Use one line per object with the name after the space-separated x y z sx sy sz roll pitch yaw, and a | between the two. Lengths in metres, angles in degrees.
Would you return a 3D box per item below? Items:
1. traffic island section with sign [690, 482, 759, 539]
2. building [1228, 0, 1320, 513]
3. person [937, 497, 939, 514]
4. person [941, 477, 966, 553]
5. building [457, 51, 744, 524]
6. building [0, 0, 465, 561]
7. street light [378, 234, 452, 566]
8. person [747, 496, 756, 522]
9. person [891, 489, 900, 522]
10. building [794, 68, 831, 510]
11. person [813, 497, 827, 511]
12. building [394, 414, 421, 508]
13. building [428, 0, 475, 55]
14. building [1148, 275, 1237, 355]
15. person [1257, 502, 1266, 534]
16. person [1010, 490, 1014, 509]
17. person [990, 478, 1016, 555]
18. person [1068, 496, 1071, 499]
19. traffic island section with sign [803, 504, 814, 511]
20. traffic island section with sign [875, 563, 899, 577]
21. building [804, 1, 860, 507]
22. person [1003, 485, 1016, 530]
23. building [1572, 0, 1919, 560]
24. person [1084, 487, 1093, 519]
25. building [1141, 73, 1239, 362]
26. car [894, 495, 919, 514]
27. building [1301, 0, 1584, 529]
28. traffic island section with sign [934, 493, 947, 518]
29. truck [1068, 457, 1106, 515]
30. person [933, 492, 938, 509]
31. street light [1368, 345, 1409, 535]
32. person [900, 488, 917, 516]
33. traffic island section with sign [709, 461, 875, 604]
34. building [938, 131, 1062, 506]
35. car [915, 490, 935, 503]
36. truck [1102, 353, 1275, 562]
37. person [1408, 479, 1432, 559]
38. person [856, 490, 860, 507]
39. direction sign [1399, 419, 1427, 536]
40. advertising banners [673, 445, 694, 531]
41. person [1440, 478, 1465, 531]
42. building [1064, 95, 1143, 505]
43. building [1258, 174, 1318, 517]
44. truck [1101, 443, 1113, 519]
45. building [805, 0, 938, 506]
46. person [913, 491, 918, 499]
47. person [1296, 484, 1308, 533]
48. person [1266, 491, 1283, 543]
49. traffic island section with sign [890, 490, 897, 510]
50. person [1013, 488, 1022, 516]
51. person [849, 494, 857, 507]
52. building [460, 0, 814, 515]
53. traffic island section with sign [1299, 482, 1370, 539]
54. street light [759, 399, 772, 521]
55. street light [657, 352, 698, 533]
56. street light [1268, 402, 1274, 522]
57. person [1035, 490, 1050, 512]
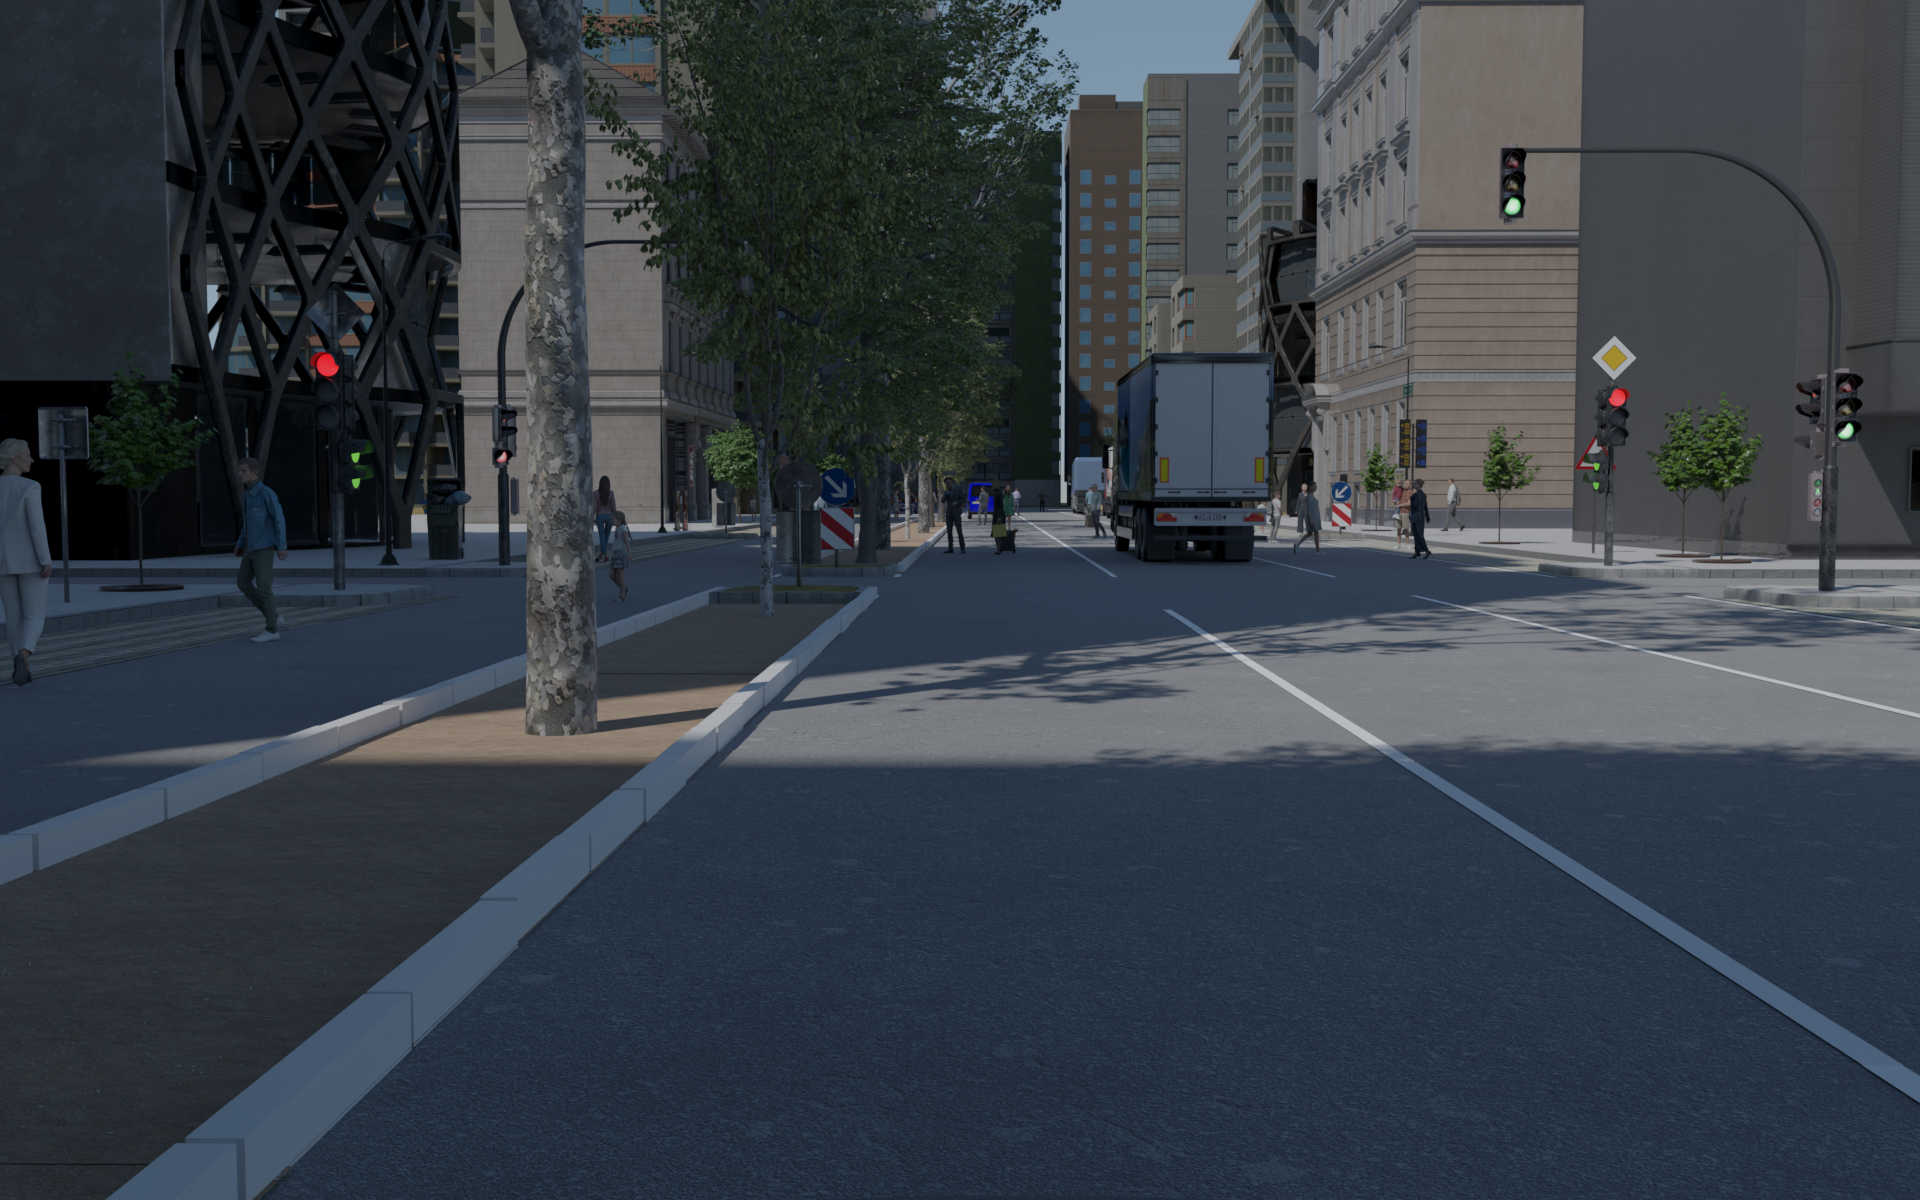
-7.551 -2.887 55.835 1.989 1.847 2.006 0 4 1 | traffic island section with sign
33.034 -26.428 123.971 32.217 40.220 23.993 0 4 1 | building
-1.561 -7.177 126.564 0.721 1.735 1.217 -1 4 -22 | person
-0.151 -2.049 41.800 0.655 1.846 0.447 1 4 21 | person
-17.084 -13.725 75.310 10.553 20.767 40.483 0 4 1 | building
-20.997 -10.626 41.188 16.820 18.784 16.811 0 4 1 | building
-9.758 -3.578 31.047 1.470 5.913 1.316 0 4 1 | street light
-9.720 -4.271 80.893 0.505 1.210 0.382 1 4 16 | person
-3.215 -4.759 87.321 0.522 1.701 0.512 -1 4 -15 | person
-21.539 -43.195 144.491 20.563 71.187 20.611 0 4 1 | building
-4.208 -2.525 51.589 0.330 1.601 0.589 3 5 44 | person
-55.997 -31.469 169.144 28.867 44.769 22.147 0 4 1 | building
-65.541 -46.710 201.957 20.611 71.187 20.563 0 4 1 | building
31.581 -18.719 151.094 27.650 21.520 28.899 0 4 1 | building
10.810 -2.991 62.079 0.352 1.250 0.332 -2 4 -32 | person
4.131 -8.098 141.576 0.621 1.740 0.551 1 4 18 | person
1.020 -1.994 41.312 0.699 1.804 1.509 1 4 23 | person
10.302 -9.038 156.285 1.348 1.822 0.705 -2 4 -34 | person
-7.165 -4.536 82.787 1.989 1.847 2.006 0 4 1 | traffic island section with sign
-2.135 -1.387 30.808 2.006 1.907 1.989 0 4 1 | traffic island section with sign
-26.062 -52.297 167.732 31.000 86.520 22.319 0 4 1 | building
1.834 -3.557 66.904 0.600 1.795 0.529 -1 4 -13 | person
28.083 -14.960 38.100 24.014 27.812 14.314 0 4 1 | building
7.095 -5.305 95.098 0.748 1.841 0.638 -2 4 -25 | person
24.927 -29.874 172.041 14.154 41.232 14.086 0 4 1 | building
-3.874 -6.925 125.800 1.945 1.354 3.894 0 4 1 | car
23.067 -17.561 73.023 13.634 28.700 20.117 0 4 1 | building
-1.071 -5.982 105.939 2.006 1.907 1.989 0 4 1 | traffic island section with sign
9.515 -8.048 121.340 2.967 4.110 18.799 0 4 0 | truck
-1.285 -4.047 75.062 0.661 1.777 0.834 0 4 7 | person
13.381 -4.978 53.930 1.470 5.913 1.316 0 4 1 | street light
-3.391 -6.534 115.359 1.348 1.821 0.705 2 4 33 | person
-2.250 -0.934 23.401 2.006 1.907 1.989 0 4 1 | traffic island section with sign
4.424 -31.472 198.160 14.086 41.232 14.154 0 4 1 | building
-3.650 -10.228 175.895 2.281 1.827 5.304 0 4 1 | car
5.035 -3.122 39.951 2.839 4.237 11.283 0 4 0 | truck
10.231 -1.805 38.438 0.534 1.772 0.576 1 4 17 | person
-10.126 -10.111 172.826 0.593 1.643 0.415 1 4 17 | person
13.719 -3.701 52.516 0.876 3.537 0.379 -1 4 -11 | direction sign
-9.657 -3.944 60.679 0.090 3.025 2.074 1 4 11 | advertising banners
16.939 -3.265 59.532 0.850 1.850 0.679 2 4 24 | person
19.278 -33.486 197.604 14.200 45.320 14.600 0 4 1 | building
25.159 -14.080 97.659 16.820 18.784 16.811 0 4 1 | building
9.587 -6.627 97.257 2.839 4.237 11.283 0 4 2 | truck
-16.672 -40.339 201.539 28.212 58.520 21.231 0 4 1 | building
-4.492 -9.699 167.806 0.721 1.743 1.217 -3 5 -41 | person
11.498 -2.995 57.893 0.576 1.772 0.534 1 4 17 | person
9.204 -2.423 50.715 0.503 1.515 0.523 1 4 20 | person
-6.064 -9.265 160.116 1.989 1.847 2.006 0 4 1 | traffic island section with sign
3.747 -6.387 112.791 0.709 1.838 0.599 2 4 31 | person
-9.905 -9.209 157.397 1.217 1.735 0.721 -1 4 -12 | person
-21.992 -28.484 120.336 22.147 44.769 28.867 0 4 1 | building
11.965 -2.870 55.548 1.989 1.847 2.006 0 4 1 | traffic island section with sign
-8.915 -6.756 82.998 1.470 5.913 1.316 0 4 1 | street light
-9.260 -5.156 56.840 1.470 5.913 1.316 0 4 1 | street light
13.834 -6.549 79.620 1.470 5.913 1.316 0 4 1 | street light
6.636 -7.967 139.479 1.217 1.735 0.721 0 4 -7 | person
